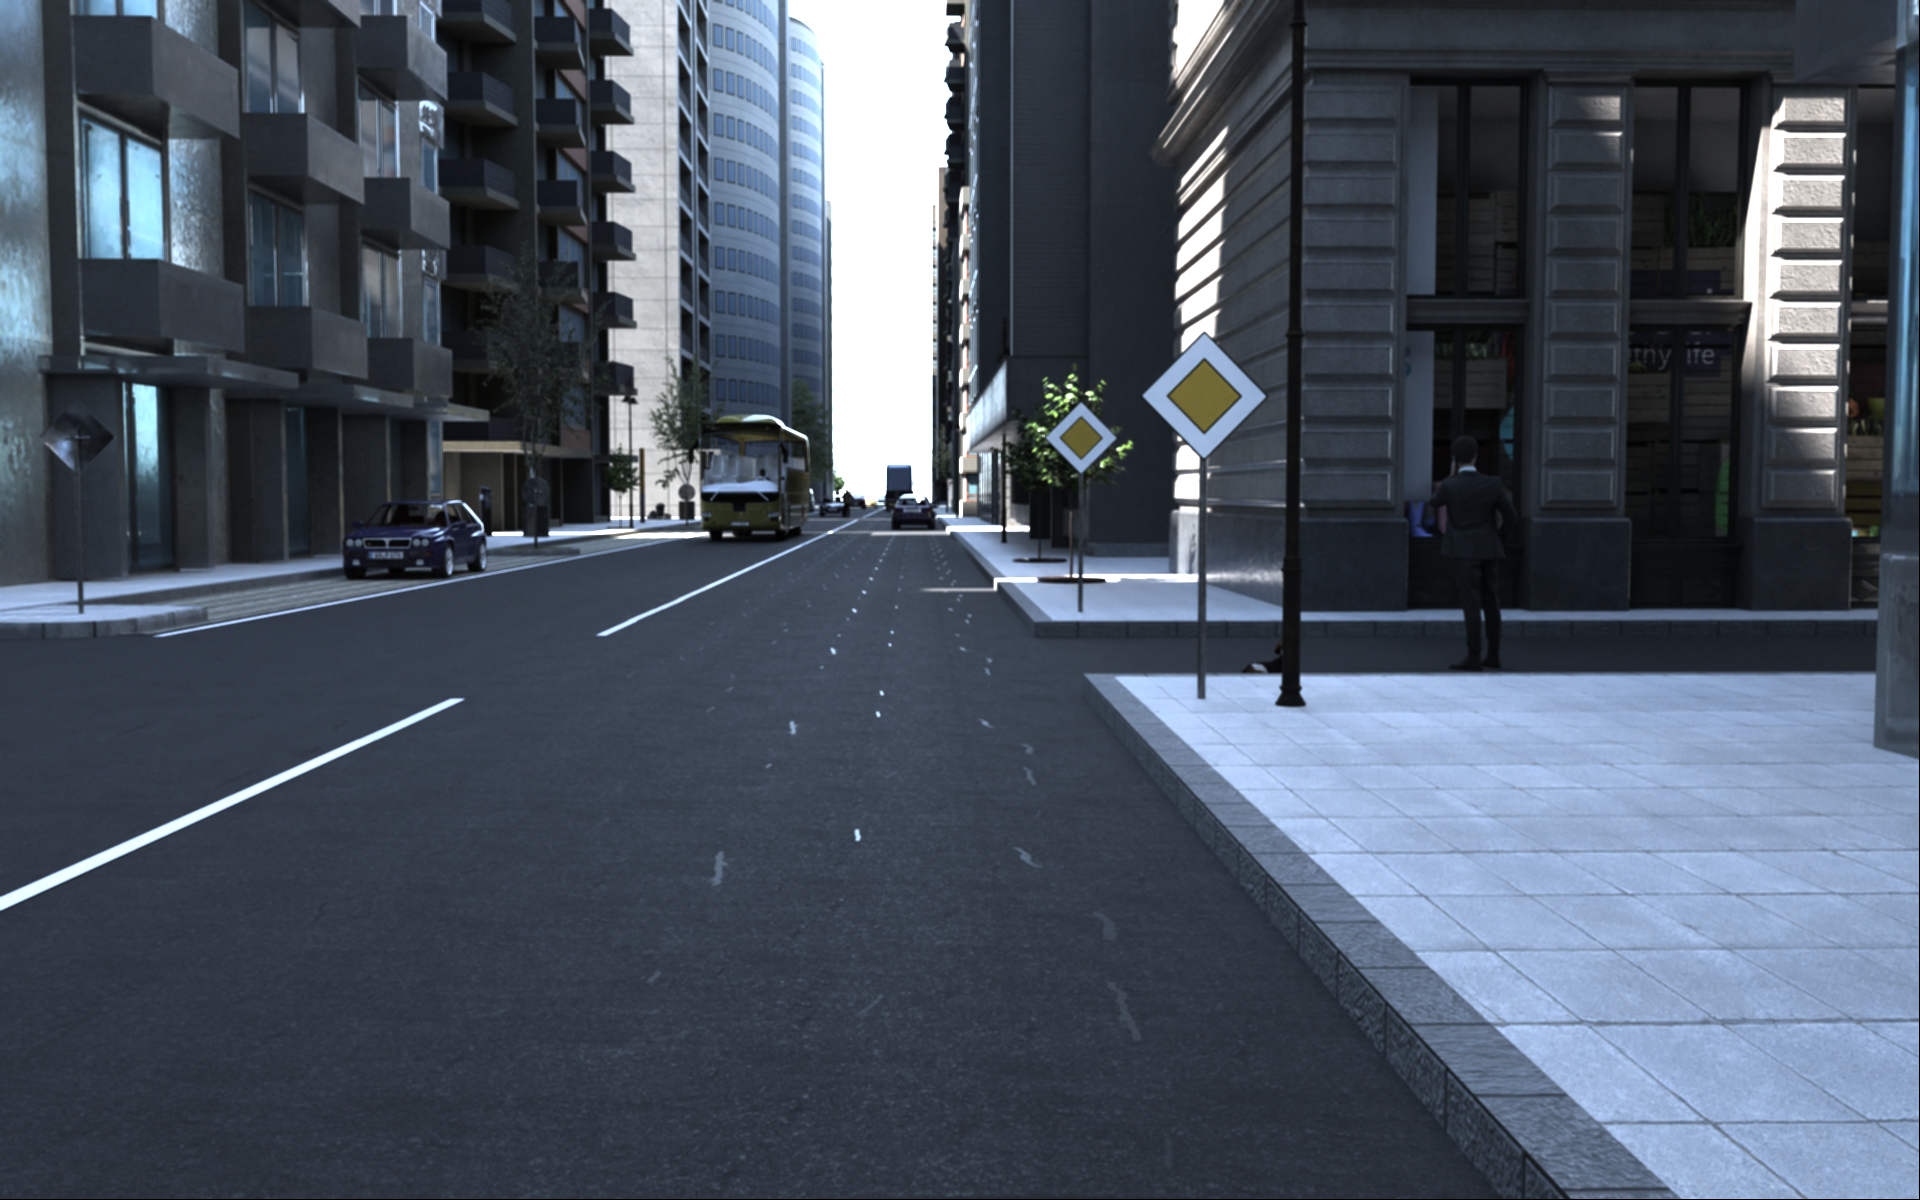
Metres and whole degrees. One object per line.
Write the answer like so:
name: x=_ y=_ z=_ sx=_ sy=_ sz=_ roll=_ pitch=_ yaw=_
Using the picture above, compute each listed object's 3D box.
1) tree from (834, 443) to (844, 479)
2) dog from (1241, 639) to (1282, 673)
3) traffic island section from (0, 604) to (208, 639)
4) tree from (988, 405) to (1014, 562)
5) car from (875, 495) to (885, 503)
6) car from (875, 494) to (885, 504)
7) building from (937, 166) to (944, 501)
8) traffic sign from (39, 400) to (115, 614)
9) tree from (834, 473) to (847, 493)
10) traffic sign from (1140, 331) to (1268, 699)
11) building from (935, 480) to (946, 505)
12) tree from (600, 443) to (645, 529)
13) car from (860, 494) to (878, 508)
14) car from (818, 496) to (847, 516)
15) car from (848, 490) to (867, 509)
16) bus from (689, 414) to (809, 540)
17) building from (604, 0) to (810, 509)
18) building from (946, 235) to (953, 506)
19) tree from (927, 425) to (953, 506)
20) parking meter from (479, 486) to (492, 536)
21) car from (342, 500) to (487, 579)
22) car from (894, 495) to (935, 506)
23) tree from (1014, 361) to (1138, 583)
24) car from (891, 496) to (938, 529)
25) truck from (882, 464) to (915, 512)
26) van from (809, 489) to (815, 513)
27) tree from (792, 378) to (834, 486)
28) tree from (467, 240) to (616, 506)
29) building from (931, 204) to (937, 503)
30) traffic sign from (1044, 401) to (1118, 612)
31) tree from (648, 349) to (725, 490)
tree: x=-18.164 y=-18.018 z=244.962 sx=4.360 sy=8.622 sz=3.978 roll=0 pitch=3 yaw=0
dog: x=2.295 y=0.436 z=13.069 sx=0.748 sy=0.427 sz=0.550 roll=1 pitch=4 yaw=14
traffic island section: x=-9.457 y=0.225 z=18.596 sx=2.009 sy=0.180 sz=2.903 roll=0 pitch=4 yaw=-1
tree: x=1.567 y=-2.326 z=32.625 sx=1.663 sy=3.219 sz=1.824 roll=0 pitch=3 yaw=0
car: x=-10.843 y=-13.703 z=236.407 sx=2.083 sy=1.381 sz=4.827 roll=0 pitch=4 yaw=-3
car: x=-11.486 y=-14.428 z=247.689 sx=2.131 sy=1.459 sz=4.920 roll=0 pitch=4 yaw=-2
building: x=3.879 y=-35.513 z=230.749 sx=14.600 sy=45.320 sz=14.200 roll=0 pitch=4 yaw=-1
traffic sign: x=-9.434 y=-0.911 z=18.534 sx=0.795 sy=2.450 sz=0.064 roll=0 pitch=4 yaw=-1
tree: x=-17.896 y=-16.347 z=250.985 sx=4.285 sy=4.588 sz=4.351 roll=0 pitch=3 yaw=0
traffic sign: x=1.512 y=-0.438 z=10.805 sx=0.795 sy=2.450 sz=0.064 roll=0 pitch=4 yaw=-1
building: x=12.930 y=-31.801 z=211.819 sx=32.217 sy=40.220 sz=23.993 roll=0 pitch=4 yaw=-1
tree: x=-12.612 y=-4.302 z=64.939 sx=1.663 sy=3.219 sz=1.824 roll=0 pitch=3 yaw=0
car: x=-9.492 y=-10.395 z=180.184 sx=2.015 sy=1.641 sz=3.980 roll=0 pitch=3 yaw=0
car: x=-8.229 y=-6.125 z=112.728 sx=1.945 sy=1.354 sz=3.894 roll=0 pitch=4 yaw=-2
car: x=-10.069 y=-9.678 z=166.912 sx=2.281 sy=1.827 sz=5.304 roll=0 pitch=4 yaw=-2
bus: x=-6.628 y=-4.001 z=56.963 sx=2.896 sy=3.916 sz=12.252 roll=0 pitch=4 yaw=-1
building: x=-26.865 y=-45.755 z=186.342 sx=20.563 sy=71.187 sz=20.611 roll=0 pitch=4 yaw=-1
building: x=5.474 y=-25.736 z=192.488 sx=14.160 sy=30.474 sz=14.107 roll=0 pitch=4 yaw=-1
tree: x=-1.347 y=-14.085 z=180.655 sx=4.360 sy=8.622 sz=3.978 roll=0 pitch=3 yaw=0
parking meter: x=-14.450 y=-2.713 z=52.773 sx=0.372 sy=1.533 sz=0.369 roll=0 pitch=3 yaw=0
car: x=-9.517 y=-1.088 z=30.370 sx=1.945 sy=1.354 sz=3.894 roll=0 pitch=4 yaw=-3
car: x=-2.181 y=-4.363 z=83.331 sx=2.014 sy=1.417 sz=4.499 roll=0 pitch=4 yaw=-1
tree: x=1.763 y=-1.876 z=25.267 sx=1.663 sy=3.219 sz=1.824 roll=0 pitch=3 yaw=0
car: x=-1.911 y=-3.620 z=71.775 sx=1.945 sy=1.354 sz=3.894 roll=0 pitch=4 yaw=0
truck: x=-5.076 y=-9.652 z=147.562 sx=2.967 sy=4.110 sz=18.799 roll=0 pitch=4 yaw=-3
van: x=-12.173 y=-7.761 z=133.898 sx=2.013 sy=2.044 sz=4.112 roll=0 pitch=4 yaw=-2
tree: x=-16.250 y=-15.399 z=169.904 sx=7.486 sy=12.596 sz=7.792 roll=0 pitch=3 yaw=0
tree: x=-12.482 y=-6.177 z=51.356 sx=4.360 sy=8.622 sz=3.978 roll=0 pitch=3 yaw=0
building: x=2.916 y=-34.400 z=246.028 sx=14.154 sy=41.232 sz=14.086 roll=0 pitch=4 yaw=-1
traffic sign: x=1.308 y=-0.926 z=18.788 sx=0.795 sy=2.450 sz=0.064 roll=0 pitch=4 yaw=-1
tree: x=-13.999 y=-8.450 z=88.527 sx=4.737 sy=8.622 sz=4.395 roll=0 pitch=3 yaw=0
